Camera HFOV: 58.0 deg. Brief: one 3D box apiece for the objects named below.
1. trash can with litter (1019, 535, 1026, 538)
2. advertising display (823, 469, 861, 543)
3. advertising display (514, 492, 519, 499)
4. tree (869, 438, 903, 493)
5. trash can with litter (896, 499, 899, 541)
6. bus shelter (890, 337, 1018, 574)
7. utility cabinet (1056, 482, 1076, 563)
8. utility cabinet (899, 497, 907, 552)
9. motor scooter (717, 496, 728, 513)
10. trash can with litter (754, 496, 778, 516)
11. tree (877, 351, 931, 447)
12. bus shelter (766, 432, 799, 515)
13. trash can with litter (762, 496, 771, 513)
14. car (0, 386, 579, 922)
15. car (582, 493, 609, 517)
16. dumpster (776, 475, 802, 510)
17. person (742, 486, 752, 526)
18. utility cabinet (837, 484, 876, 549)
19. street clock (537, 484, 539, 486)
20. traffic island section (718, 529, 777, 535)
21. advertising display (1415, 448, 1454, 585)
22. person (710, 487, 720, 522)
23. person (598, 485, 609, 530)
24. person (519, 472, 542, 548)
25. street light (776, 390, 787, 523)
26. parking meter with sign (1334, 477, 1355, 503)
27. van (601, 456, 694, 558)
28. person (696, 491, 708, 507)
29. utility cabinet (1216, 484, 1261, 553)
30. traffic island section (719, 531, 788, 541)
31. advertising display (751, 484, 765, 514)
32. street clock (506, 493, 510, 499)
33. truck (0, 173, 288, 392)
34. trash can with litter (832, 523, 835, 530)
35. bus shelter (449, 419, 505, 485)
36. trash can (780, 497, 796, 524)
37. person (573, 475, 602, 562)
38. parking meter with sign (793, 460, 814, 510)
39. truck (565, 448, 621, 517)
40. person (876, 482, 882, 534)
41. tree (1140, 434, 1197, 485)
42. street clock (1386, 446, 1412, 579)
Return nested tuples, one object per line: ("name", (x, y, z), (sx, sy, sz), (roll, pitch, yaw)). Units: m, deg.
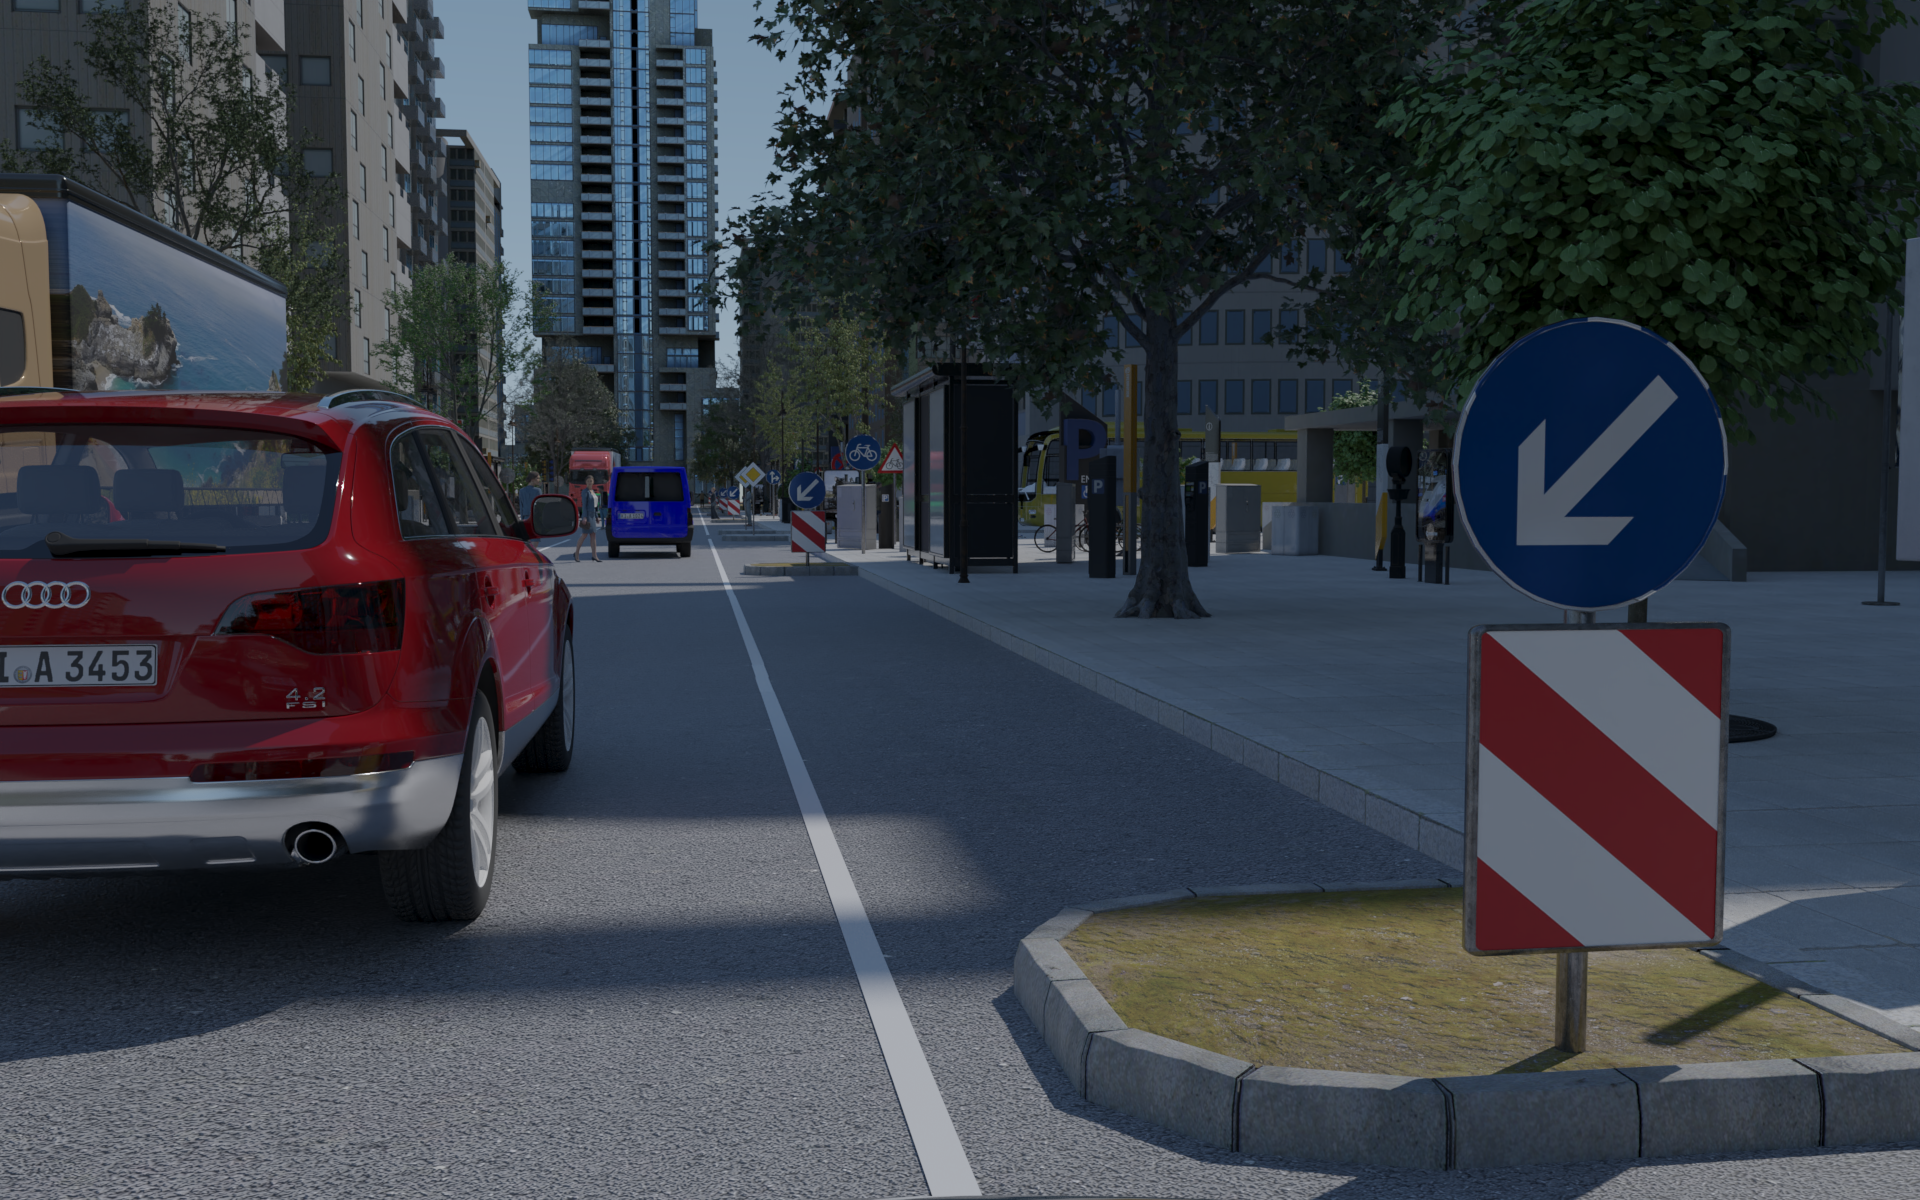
("trash can with litter", (1.185, -2.477, 51.563), (1.678, 1.210, 2.233), (-2, 4, -26))
("advertising display", (-3.065, -2.429, 44.935), (0.974, 1.923, 0.123), (0, 4, 4))
("advertising display", (-28.737, -6.596, 113.054), (0.123, 1.923, 0.974), (2, 4, 28))
("tree", (-3.821, -7.168, 100.915), (4.285, 4.588, 4.351), (0, 3, 0))
("trash can with litter", (-1.562, -2.162, 46.739), (0.624, 1.170, 1.055), (3, 5, 44))
("bus shelter", (-0.028, -3.321, 31.923), (2.179, 5.291, 8.768), (-1, 4, -9))
("utility cabinet", (1.999, -1.456, 32.492), (0.318, 1.500, 1.173), (0, 4, 7))
("utility cabinet", (-0.926, -1.683, 38.676), (0.306, 1.237, 1.020), (3, 4, 38))
("motor scooter", (-17.652, -7.099, 128.839), (0.815, 1.314, 1.986), (0, 4, -7))
("trash can with litter", (-11.015, -5.511, 101.164), (2.233, 1.210, 1.678), (-1, 4, -22))
("tree", (-2.273, -8.292, 85.942), (4.360, 8.622, 3.978), (0, 3, 0))
("bus shelter", (-11.068, -8.045, 109.174), (2.179, 5.291, 8.768), (-1, 4, -9))
("trash can with litter", (-13.092, -6.565, 118.731), (1.055, 1.170, 0.624), (2, 4, 34))
("car", (-2.805, 0.089, 7.220), (2.281, 1.827, 5.304), (0, 4, -7))
("car", (-19.606, -5.247, 94.587), (1.959, 1.807, 4.718), (0, 4, -7))
("dumpster", (-8.457, -5.175, 87.111), (1.502, 2.255, 1.985), (-1, 4, -9))
("person", (-9.483, -4.175, 76.938), (0.466, 1.800, 0.511), (-2, 4, -32))
("utility cabinet", (-2.406, -1.922, 40.107), (0.318, 1.500, 1.173), (-3, 4, -38))
("street clock", (-25.149, -5.988, 102.469), (0.471, 2.002, 0.358), (0, 4, -4))
("traffic island section", (-7.632, -2.425, 61.922), (2.009, 0.180, 2.903), (-1, 4, -9))
("advertising display", (6.808, -1.201, 24.848), (0.123, 1.923, 0.974), (-1, 4, -11))
("person", (-12.781, -4.964, 90.087), (0.534, 1.772, 0.576), (-2, 4, -35))
("person", (-14.211, -3.682, 69.052), (0.721, 1.781, 0.623), (-3, 5, -44))
("person", (-7.439, -1.314, 30.010), (0.581, 1.822, 0.654), (3, 4, 38))
("street light", (-7.924, -6.400, 77.433), (0.468, 5.910, 1.993), (-1, 4, -9))
("parking meter with sign", (11.370, -3.364, 51.261), (0.543, 3.016, 1.738), (2, 4, 33))
("van", (-7.333, -2.225, 40.756), (2.240, 2.365, 5.245), (-1, 4, -11))
("person", (-27.533, -10.782, 184.876), (1.348, 1.812, 0.705), (-1, 4, -14))
("utility cabinet", (6.023, -1.757, 37.403), (1.173, 1.500, 0.318), (-3, 5, -42))
("traffic island section", (-6.414, -1.942, 54.030), (2.009, 0.180, 2.903), (-1, 4, -9))
("advertising display", (-12.944, -6.458, 110.798), (0.974, 1.923, 0.123), (2, 4, 27))
("street clock", (-28.517, -6.418, 109.502), (0.358, 2.002, 0.471), (2, 4, 27))
("truck", (-9.335, -1.738, 17.328), (2.839, 4.237, 11.283), (0, 4, -8))
("trash can with litter", (-4.372, -3.153, 62.603), (1.678, 1.210, 2.233), (1, 4, 13))
("bus shelter", (-26.655, -7.209, 95.504), (2.179, 5.291, 8.768), (-1, 4, -9))
("trash can", (-7.458, -3.905, 75.508), (0.748, 1.137, 0.748), (0, 3, 0))
("person", (-7.832, -1.708, 36.444), (0.654, 1.822, 0.581), (2, 4, 32))
("parking meter with sign", (-7.395, -5.441, 85.223), (1.738, 3.016, 0.543), (3, 5, 40))
("truck", (-22.606, -7.241, 107.307), (2.839, 4.237, 11.283), (0, 4, -8))
("person", (-2.722, -3.009, 57.601), (0.656, 1.842, 0.836), (0, 4, 0))
("tree", (5.677, -3.199, 46.907), (1.663, 3.219, 1.824), (0, 3, 0))
("street clock", (6.653, -1.328, 26.281), (0.358, 2.002, 0.471), (3, 4, 38))
